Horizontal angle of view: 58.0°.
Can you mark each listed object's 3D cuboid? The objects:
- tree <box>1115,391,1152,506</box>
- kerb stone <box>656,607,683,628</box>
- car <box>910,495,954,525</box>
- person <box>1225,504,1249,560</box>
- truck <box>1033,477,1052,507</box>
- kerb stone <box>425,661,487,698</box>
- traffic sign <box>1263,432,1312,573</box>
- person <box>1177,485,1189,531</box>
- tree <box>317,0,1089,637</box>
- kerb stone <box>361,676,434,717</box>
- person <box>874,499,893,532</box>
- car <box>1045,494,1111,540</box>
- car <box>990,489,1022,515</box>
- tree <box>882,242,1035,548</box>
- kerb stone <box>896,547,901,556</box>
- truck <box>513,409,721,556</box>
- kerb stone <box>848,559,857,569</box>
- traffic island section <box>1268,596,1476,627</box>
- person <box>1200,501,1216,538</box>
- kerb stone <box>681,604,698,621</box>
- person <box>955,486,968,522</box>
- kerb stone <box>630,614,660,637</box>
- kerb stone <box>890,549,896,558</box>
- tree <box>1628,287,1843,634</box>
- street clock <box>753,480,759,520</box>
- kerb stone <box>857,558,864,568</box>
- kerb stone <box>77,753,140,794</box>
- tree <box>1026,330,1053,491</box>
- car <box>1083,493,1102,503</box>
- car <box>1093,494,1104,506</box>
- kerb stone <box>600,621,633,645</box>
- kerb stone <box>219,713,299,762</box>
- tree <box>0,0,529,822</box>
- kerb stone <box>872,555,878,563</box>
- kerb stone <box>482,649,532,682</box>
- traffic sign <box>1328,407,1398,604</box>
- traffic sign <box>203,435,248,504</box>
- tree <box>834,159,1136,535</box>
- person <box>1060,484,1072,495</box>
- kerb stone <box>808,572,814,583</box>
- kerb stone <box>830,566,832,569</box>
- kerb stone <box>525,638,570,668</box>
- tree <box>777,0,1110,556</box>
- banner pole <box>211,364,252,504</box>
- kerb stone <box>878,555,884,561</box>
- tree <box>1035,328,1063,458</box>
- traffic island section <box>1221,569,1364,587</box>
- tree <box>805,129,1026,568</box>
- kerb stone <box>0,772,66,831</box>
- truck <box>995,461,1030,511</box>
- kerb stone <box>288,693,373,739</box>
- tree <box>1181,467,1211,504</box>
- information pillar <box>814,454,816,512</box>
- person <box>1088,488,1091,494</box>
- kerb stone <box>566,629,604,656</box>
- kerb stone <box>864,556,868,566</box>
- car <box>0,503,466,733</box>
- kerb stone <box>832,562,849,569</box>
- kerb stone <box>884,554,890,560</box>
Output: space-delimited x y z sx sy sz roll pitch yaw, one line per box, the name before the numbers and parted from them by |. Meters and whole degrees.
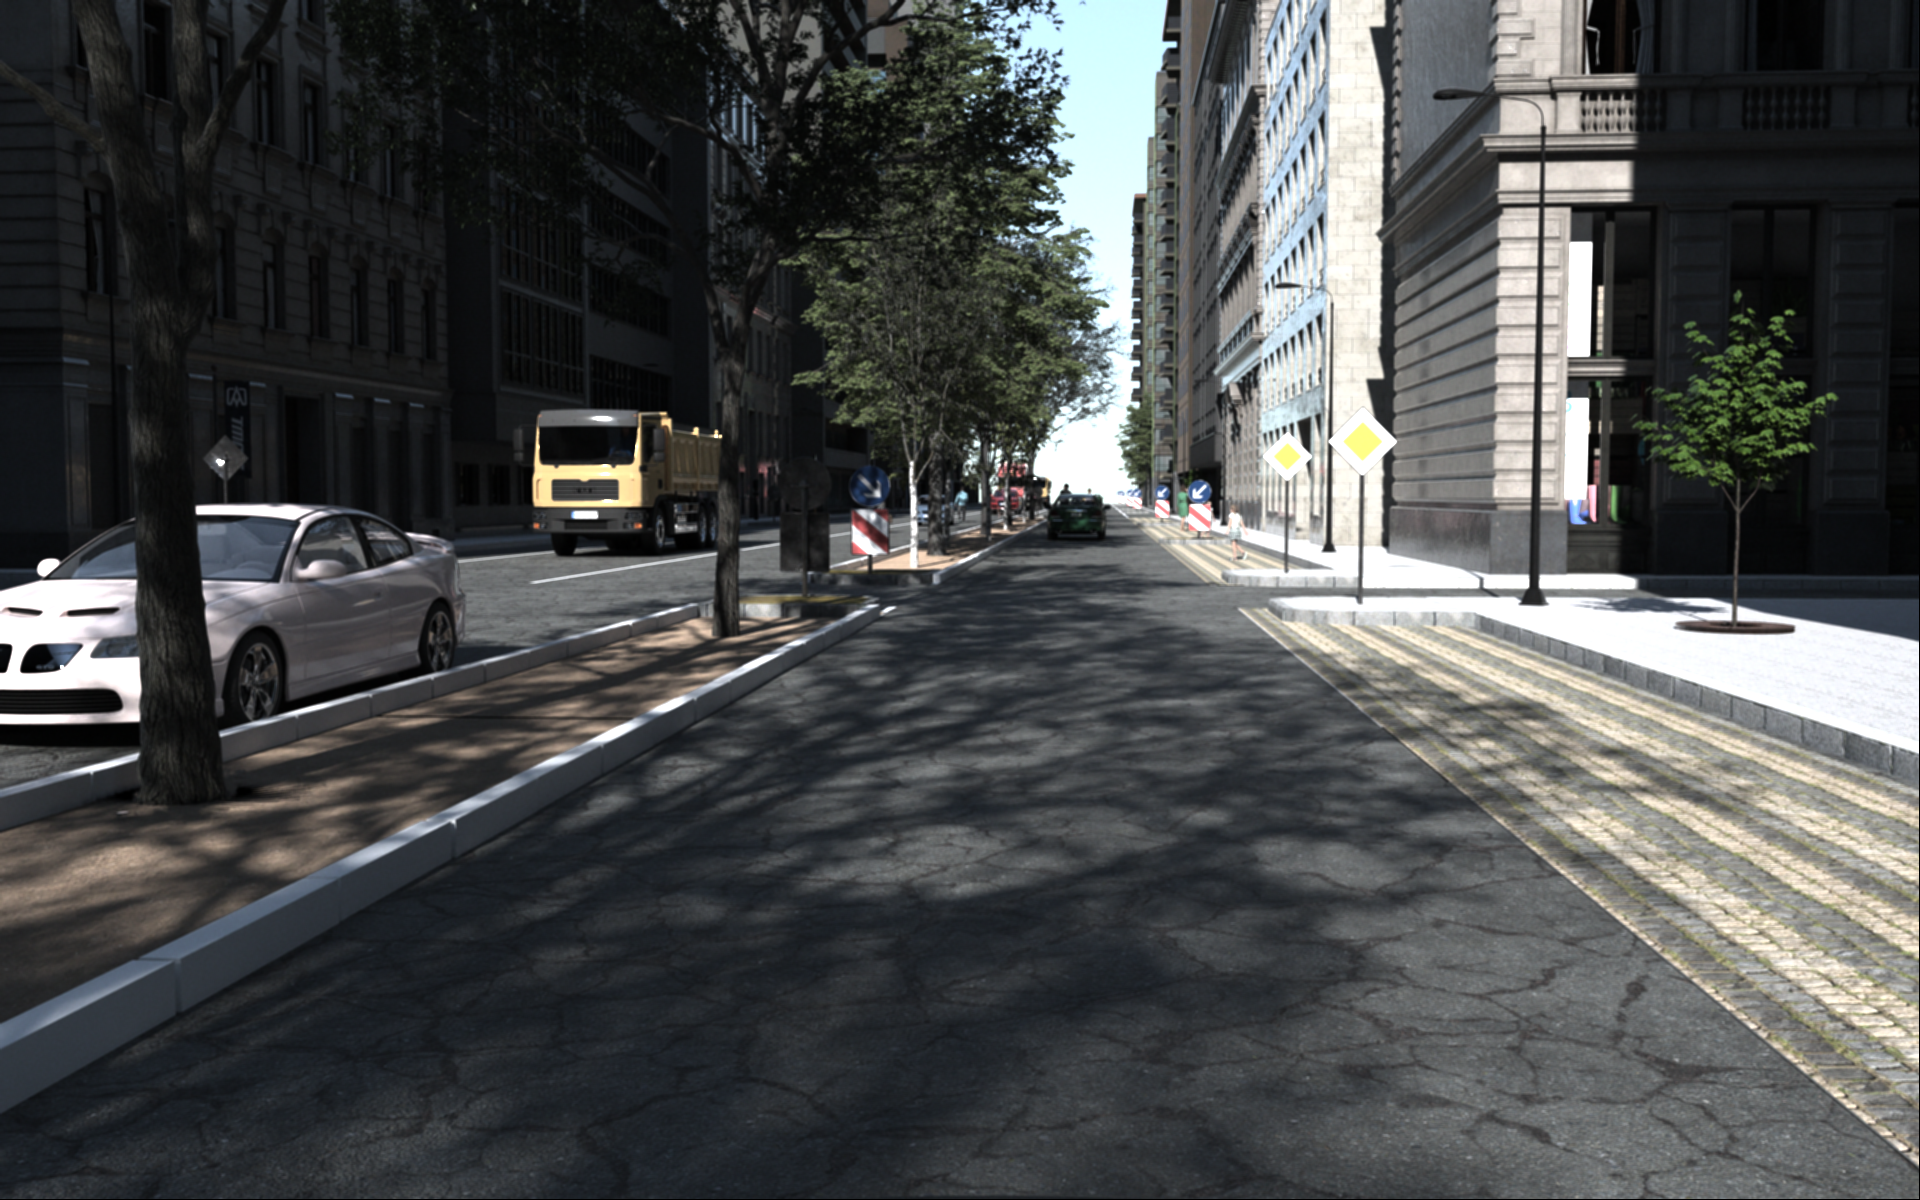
tree | 20.656 -16.613 189.742 7.486 12.596 7.792 0 3 0
kerb stone | -3.199 0.212 18.725 0.120 0.150 1.000 0 4 5
car | -1.236 -4.109 79.184 2.014 1.417 4.499 0 4 4
person | 5.908 -1.442 37.096 0.505 1.210 0.382 -3 5 -43
truck | 8.741 -12.182 195.105 3.469 3.379 9.791 0 4 5
kerb stone | -3.695 0.587 12.591 0.120 0.150 1.000 0 4 5
traffic sign | 5.292 -1.493 28.054 0.795 2.450 0.064 0 4 5
person | 8.585 -3.546 66.717 0.600 1.795 0.529 2 4 32
tree | -2.398 -4.882 16.695 8.767 10.594 7.601 0 4 5
kerb stone | -3.779 0.650 11.569 0.120 0.150 1.000 0 4 5
person | -2.907 -3.363 63.455 0.822 1.834 0.622 0 4 6
car | 3.740 -2.654 55.189 2.131 1.459 4.920 0 4 5
car | 3.219 -6.907 121.605 2.281 1.827 5.304 0 4 5
tree | -0.368 -5.716 46.274 4.737 8.622 4.395 0 3 0
kerb stone | -1.527 -1.069 39.674 0.120 0.150 1.000 0 4 5
truck | -8.056 -2.848 42.484 3.469 3.379 9.791 0 4 4
kerb stone | -2.107 -0.630 32.506 0.120 0.150 1.000 0 4 5
traffic island section | 4.680 0.129 20.170 2.009 0.180 2.903 0 4 5
person | 7.771 -2.495 54.306 0.505 1.210 0.382 -2 4 -35
kerb stone | -3.127 0.152 19.745 0.120 0.150 1.000 0 4 5
person | 0.085 -4.827 87.440 0.660 1.820 0.620 -1 4 -11
kerb stone | -3.281 0.275 17.697 0.120 0.150 1.000 0 4 5
kerb stone | -1.613 -1.006 38.649 0.120 0.150 1.000 0 4 5
tree | 7.357 -1.333 16.391 1.663 3.219 1.824 0 3 0
street clock | -10.150 -4.992 86.196 0.358 2.002 0.471 0 4 5
kerb stone | -2.027 -0.693 33.528 0.120 0.150 1.000 0 4 5
kerb stone | -4.026 0.840 8.508 0.120 0.150 1.000 0 4 5
tree | 0.864 -6.057 51.853 4.360 8.622 3.978 0 3 0
car | 7.242 -5.571 100.873 2.009 1.686 4.222 0 4 6
car | 16.627 -12.304 212.960 2.131 1.459 4.920 0 4 6
kerb stone | -3.371 0.339 16.679 0.120 0.150 1.000 0 4 5
kerb stone | -3.939 0.775 9.527 0.120 0.150 1.000 0 4 5
tree | -3.739 -4.873 7.894 9.928 11.665 9.643 0 3 0
kerb stone | -1.853 -0.819 35.581 0.120 0.150 1.000 0 4 5
kerb stone | -3.608 0.527 13.609 0.120 0.150 1.000 0 4 5
traffic sign | 4.656 -1.006 20.094 0.795 2.450 0.064 0 4 5
traffic sign | -12.495 -1.581 29.490 0.795 2.450 0.064 0 4 5
tree | 0.849 -9.001 60.000 12.009 13.543 11.850 0 3 0
person | 4.129 -3.727 69.239 0.655 1.846 0.447 -2 4 -31
kerb stone | -2.433 -0.379 28.400 0.120 0.150 1.000 0 4 5
kerb stone | -2.347 -0.442 29.422 0.120 0.150 1.000 0 4 5
kerb stone | -3.532 0.463 14.632 0.120 0.150 1.000 0 4 5
tree | -0.484 -7.269 39.438 7.486 12.596 7.792 0 3 0
banner pole | -14.175 -2.667 33.624 0.863 3.779 0.401 -2 4 -31
kerb stone | -1.778 -0.879 36.607 0.120 0.150 1.000 0 4 5
tree | 1.812 -7.133 69.451 4.737 8.622 4.395 0 3 0
traffic island section | 5.316 -0.358 28.130 2.009 0.180 2.903 0 4 5
tree | -0.888 -4.910 33.098 4.360 8.622 3.978 0 3 0
kerb stone | -4.104 0.900 7.489 0.120 0.150 1.000 0 4 5
truck | 4.696 -9.789 148.957 2.839 4.237 11.283 0 4 5
kerb stone | -3.861 0.714 10.550 0.120 0.150 1.000 0 4 5
tree | 14.093 -6.743 104.852 1.663 3.219 1.824 0 3 0
information pillar | -8.402 -6.682 100.604 0.183 3.616 0.504 0 4 1
person | 6.991 -5.083 92.279 0.731 1.740 0.598 1 4 10
kerb stone | -3.447 0.400 15.654 0.120 0.150 1.000 0 4 5
kerb stone | -1.935 -0.754 34.552 0.120 0.150 1.000 0 4 5
car | -4.950 0.033 11.820 2.083 1.381 4.827 0 4 5
kerb stone | -2.191 -0.567 31.470 0.120 0.150 1.000 0 4 5
kerb stone | -1.696 -0.944 37.625 0.120 0.150 1.000 0 4 5
